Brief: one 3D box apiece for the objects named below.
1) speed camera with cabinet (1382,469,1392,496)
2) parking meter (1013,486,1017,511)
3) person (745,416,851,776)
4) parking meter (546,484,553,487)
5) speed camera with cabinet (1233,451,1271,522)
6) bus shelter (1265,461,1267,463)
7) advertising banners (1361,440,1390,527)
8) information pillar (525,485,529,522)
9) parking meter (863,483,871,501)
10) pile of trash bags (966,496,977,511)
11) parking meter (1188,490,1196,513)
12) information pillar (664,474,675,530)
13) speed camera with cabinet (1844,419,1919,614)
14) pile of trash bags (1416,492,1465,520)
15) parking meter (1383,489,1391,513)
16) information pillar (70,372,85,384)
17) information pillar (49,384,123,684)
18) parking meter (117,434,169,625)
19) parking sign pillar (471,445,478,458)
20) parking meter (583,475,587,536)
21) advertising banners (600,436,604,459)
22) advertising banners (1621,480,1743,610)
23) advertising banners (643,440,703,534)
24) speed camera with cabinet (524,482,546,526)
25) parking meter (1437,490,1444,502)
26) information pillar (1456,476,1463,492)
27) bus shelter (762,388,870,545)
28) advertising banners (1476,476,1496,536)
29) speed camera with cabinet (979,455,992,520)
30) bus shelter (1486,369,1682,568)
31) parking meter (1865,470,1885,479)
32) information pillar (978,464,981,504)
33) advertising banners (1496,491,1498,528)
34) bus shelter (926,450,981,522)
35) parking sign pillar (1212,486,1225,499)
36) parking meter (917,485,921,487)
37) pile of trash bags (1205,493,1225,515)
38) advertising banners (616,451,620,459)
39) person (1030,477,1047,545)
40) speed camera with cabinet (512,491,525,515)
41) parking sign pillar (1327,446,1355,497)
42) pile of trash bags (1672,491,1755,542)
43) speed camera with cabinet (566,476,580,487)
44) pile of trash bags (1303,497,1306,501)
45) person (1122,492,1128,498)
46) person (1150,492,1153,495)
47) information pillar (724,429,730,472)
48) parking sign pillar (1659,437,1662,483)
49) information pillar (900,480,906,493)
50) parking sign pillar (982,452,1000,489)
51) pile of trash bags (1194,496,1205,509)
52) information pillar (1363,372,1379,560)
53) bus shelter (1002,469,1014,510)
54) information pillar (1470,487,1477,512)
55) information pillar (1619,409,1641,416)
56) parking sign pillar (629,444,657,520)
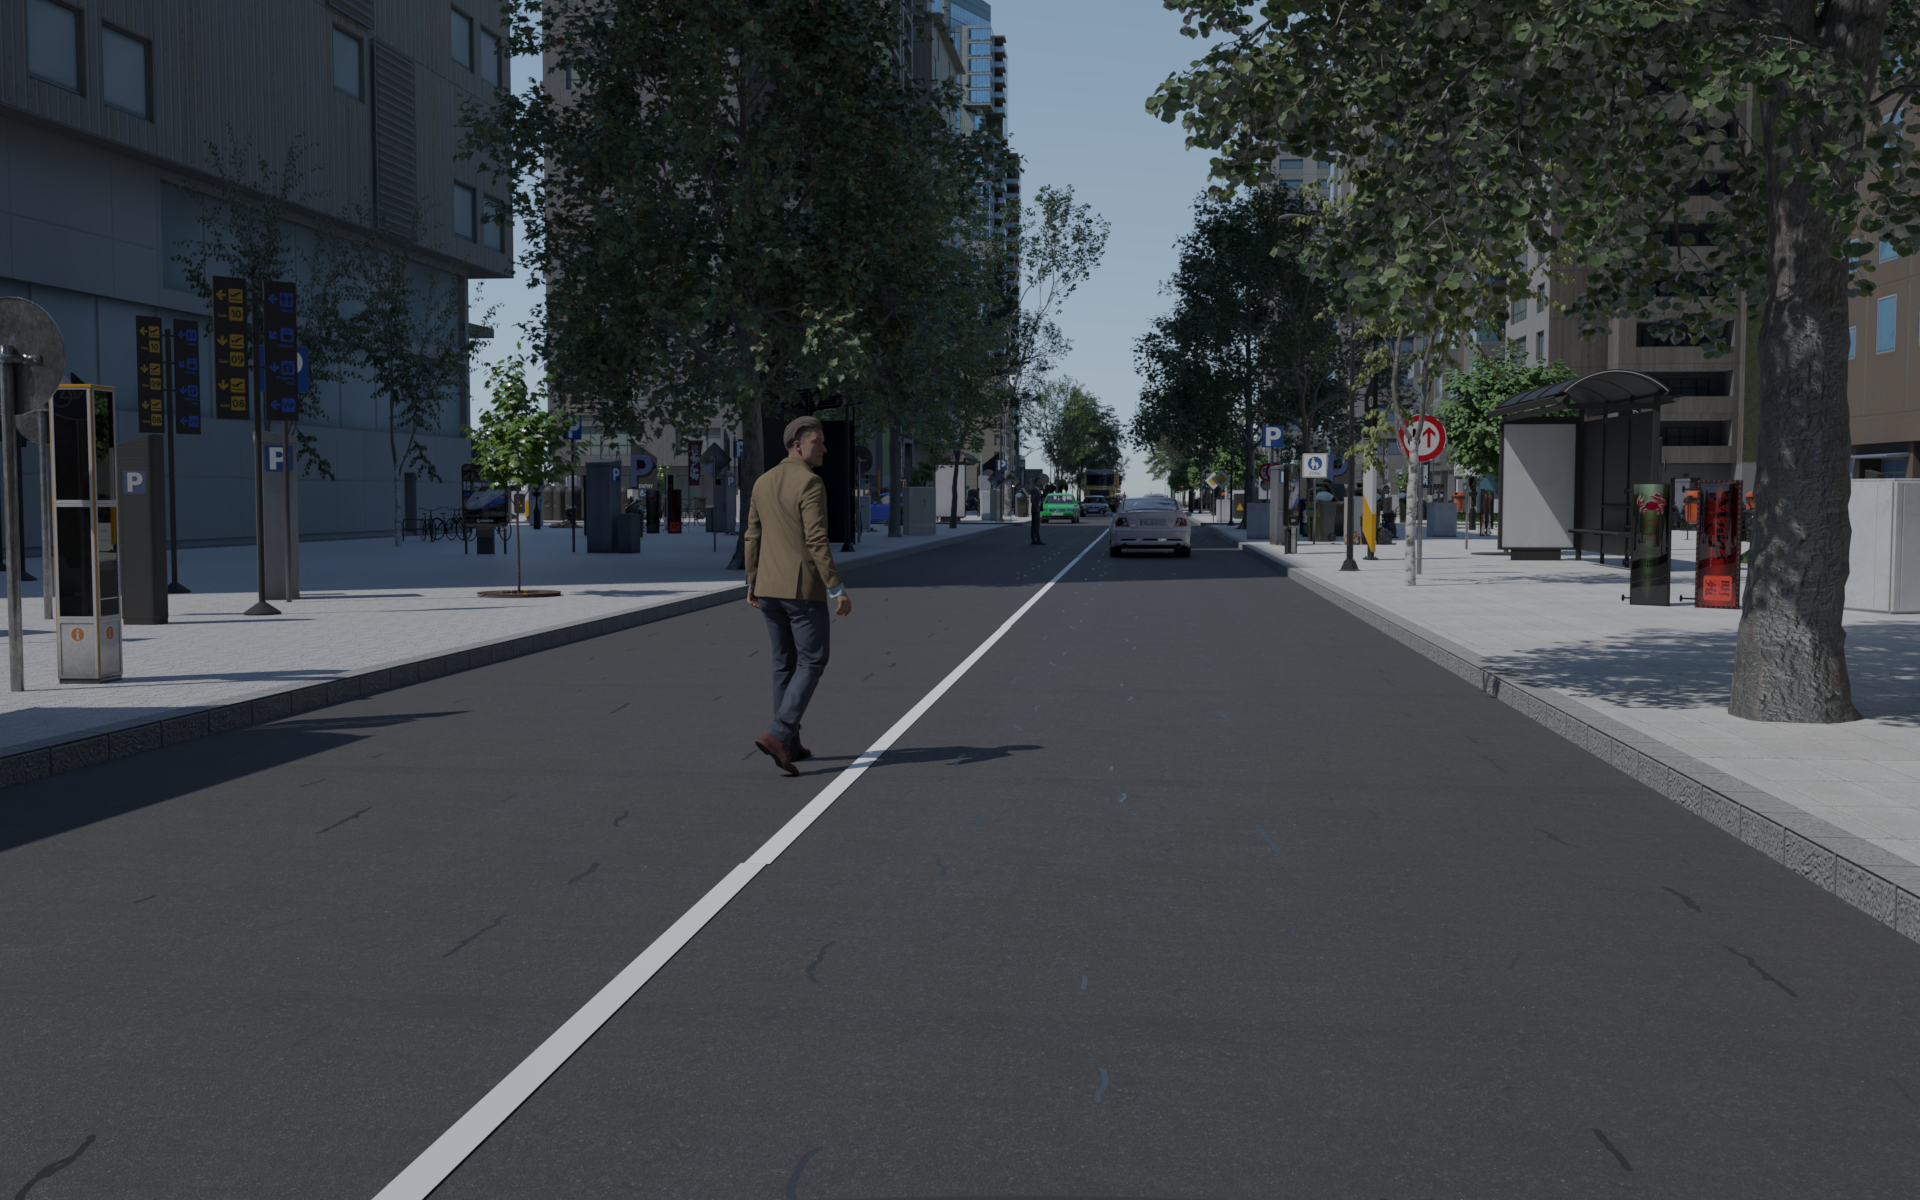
[{"bbox_3d":[33.733,-8.877,139.477,2.038,3.252,0.660,2,4,30],"label":"speed camera with cabinet"},{"bbox_3d":[3.677,-6.504,112.047,0.399,1.863,0.255,3,5,43],"label":"parking meter"},{"bbox_3d":[-0.855,-0.039,9.043,0.656,1.842,0.836,1,4,13],"label":"person"},{"bbox_3d":[-28.297,-6.957,119.454,0.255,1.863,0.399,1,4,11],"label":"parking meter"},{"bbox_3d":[13.647,-5.270,80.503,2.038,3.252,0.660,2,4,30],"label":"speed camera with cabinet"},{"bbox_3d":[19.262,-7.458,113.216,1.731,3.624,6.357,0,4,6],"label":"bus shelter"},{"bbox_3d":[13.446,-3.648,55.838,0.090,3.025,2.074,2,4,35],"label":"advertising banners"},{"bbox_3d":[-20.106,-5.477,80.911,0.504,3.616,0.183,1,4,21],"label":"information pillar"},{"bbox_3d":[-4.853,-5.192,90.595,0.399,1.863,0.255,1,4,8],"label":"parking meter"},{"bbox_3d":[1.397,-7.604,134.074,1.912,1.369,3.447,3,5,44],"label":"pile of trash bags"},{"bbox_3d":[15.806,-6.735,118.531,0.372,1.533,0.369,0,3,0],"label":"parking meter"},{"bbox_3d":[-10.434,-3.531,62.218,0.304,2.012,0.304,-2,4,-27],"label":"information pillar"},{"bbox_3d":[9.962,-1.531,19.360,0.660,3.252,2.038,-1,4,-12],"label":"speed camera with cabinet"},{"bbox_3d":[23.304,-4.508,83.460,1.912,1.369,3.447,-1,4,-15],"label":"pile of trash bags"},{"bbox_3d":[22.169,-4.988,89.968,0.372,1.533,0.369,0,3,0],"label":"parking meter"},{"bbox_3d":[-16.929,-2.580,33.542,0.183,3.616,0.504,3,4,39],"label":"information pillar"},{"bbox_3d":[-5.936,-0.445,11.770,0.304,2.012,0.304,0,4,3],"label":"information pillar"},{"bbox_3d":[-8.046,-0.692,17.028,0.399,1.863,0.255,0,4,5],"label":"parking meter"},{"bbox_3d":[-19.070,-4.808,67.076,1.447,3.967,1.447,2,4,27],"label":"parking sign pillar"},{"bbox_3d":[-11.343,-2.905,53.213,0.255,1.863,0.399,3,5,43],"label":"parking meter"},{"bbox_3d":[-10.762,-3.371,51.309,0.090,3.025,2.074,0,4,2],"label":"advertising banners"},{"bbox_3d":[8.455,-1.415,19.324,2.074,3.025,0.090,3,5,43],"label":"advertising banners"},{"bbox_3d":[-9.296,-3.670,56.187,2.074,3.025,0.090,1,4,13],"label":"advertising banners"},{"bbox_3d":[-17.194,-4.638,70.164,0.660,3.252,2.038,-1,4,-14],"label":"speed camera with cabinet"},{"bbox_3d":[27.560,-5.560,99.322,0.372,1.533,0.369,0,3,0],"label":"parking meter"},{"bbox_3d":[27.675,-6.397,95.939,0.504,3.616,0.183,-3,5,-42],"label":"information pillar"},{"bbox_3d":[-3.468,-3.031,40.837,1.731,3.624,6.357,0,4,6],"label":"bus shelter"},{"bbox_3d":[15.938,-3.459,52.743,0.090,3.025,2.074,2,4,30],"label":"advertising banners"},{"bbox_3d":[1.298,-5.638,86.510,0.660,3.252,2.038,0,4,-2],"label":"speed camera with cabinet"},{"bbox_3d":[10.912,-2.256,30.811,2.014,3.302,5.546,0,4,6],"label":"bus shelter"},{"bbox_3d":[22.014,-2.201,41.704,0.255,1.863,0.399,-2,4,-24],"label":"parking meter"},{"bbox_3d":[1.570,-8.346,127.819,0.504,3.616,0.183,-2,4,-31],"label":"information pillar"},{"bbox_3d":[19.651,-4.057,62.518,0.090,3.025,2.074,-2,4,-28],"label":"advertising banners"},{"bbox_3d":[-0.246,-5.375,81.812,2.014,3.302,5.546,0,4,6],"label":"bus shelter"},{"bbox_3d":[18.454,-8.190,122.376,1.447,3.967,1.447,1,4,16],"label":"parking sign pillar"},{"bbox_3d":[-2.788,-6.781,116.585,0.255,1.863,0.399,0,4,8],"label":"parking meter"},{"bbox_3d":[16.123,-5.824,104.969,1.912,1.369,3.447,0,4,2],"label":"pile of trash bags"},{"bbox_3d":[-14.132,-4.546,70.512,0.090,3.025,2.074,-2,4,-27],"label":"advertising banners"},{"bbox_3d":[2.232,-2.525,49.138,0.474,1.900,0.648,0,4,4],"label":"person"},{"bbox_3d":[-25.837,-6.702,103.919,2.038,3.252,0.660,0,4,-7],"label":"speed camera with cabinet"},{"bbox_3d":[18.703,-5.908,85.062,1.447,3.967,1.447,3,5,41],"label":"parking sign pillar"},{"bbox_3d":[21.187,-2.296,47.298,1.912,1.369,3.447,-2,4,-25],"label":"pile of trash bags"},{"bbox_3d":[-19.000,-5.739,88.175,2.038,3.252,0.660,-1,4,-16],"label":"speed camera with cabinet"},{"bbox_3d":[28.928,-8.482,148.436,3.447,1.369,1.912,1,4,21],"label":"pile of trash bags"},{"bbox_3d":[23.156,-14.293,242.871,1.217,1.739,0.721,-3,5,-40],"label":"person"},{"bbox_3d":[30.492,-16.424,276.903,0.709,1.838,0.599,-2,4,-33],"label":"person"},{"bbox_3d":[-8.366,-4.331,62.174,0.183,3.616,0.504,-2,4,-25],"label":"information pillar"},{"bbox_3d":[32.513,-5.707,81.785,1.447,3.967,1.447,-2,4,-29],"label":"parking sign pillar"},{"bbox_3d":[-2.973,-5.175,89.102,0.304,2.012,0.304,2,4,23],"label":"information pillar"},{"bbox_3d":[2.017,-7.572,112.275,1.447,3.967,1.447,2,4,29],"label":"parking sign pillar"},{"bbox_3d":[20.573,-8.224,144.208,1.912,1.369,3.447,0,4,-4],"label":"pile of trash bags"},{"bbox_3d":[7.969,-2.586,33.629,0.183,3.616,0.504,-1,4,-9],"label":"information pillar"},{"bbox_3d":[2.442,-7.517,116.822,2.014,3.302,5.546,0,4,6],"label":"bus shelter"},{"bbox_3d":[33.859,-6.706,114.132,0.304,2.012,0.304,-1,4,-14],"label":"information pillar"},{"bbox_3d":[15.124,-2.923,39.143,0.504,3.616,0.183,2,4,24],"label":"information pillar"},{"bbox_3d":[-15.648,-5.941,85.614,1.447,3.967,1.447,0,4,3],"label":"parking sign pillar"}]
